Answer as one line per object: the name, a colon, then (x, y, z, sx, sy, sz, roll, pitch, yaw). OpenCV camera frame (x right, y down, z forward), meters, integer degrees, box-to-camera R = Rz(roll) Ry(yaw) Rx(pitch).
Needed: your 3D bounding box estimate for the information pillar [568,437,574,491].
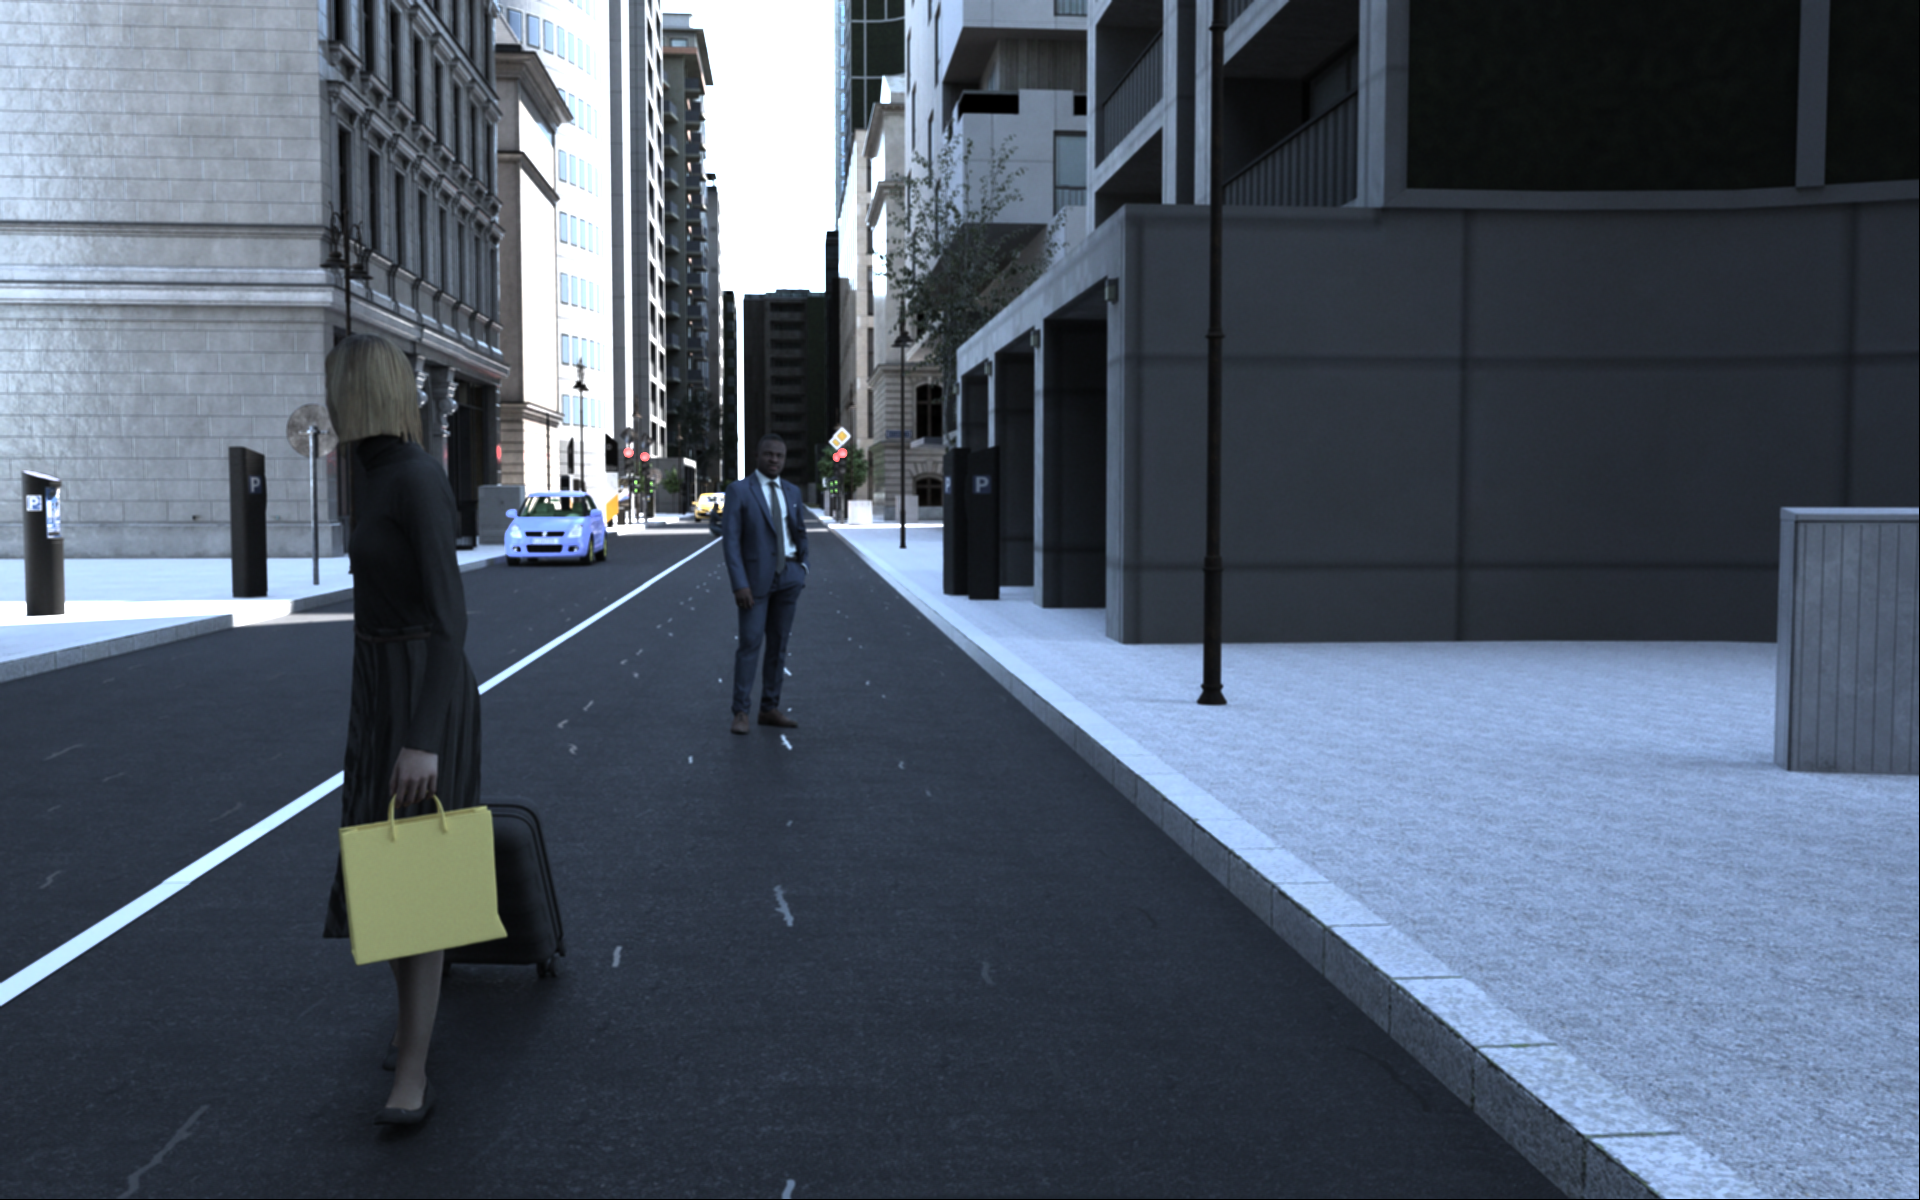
information pillar: (-16.065, -4.905, 71.549, 0.183, 3.616, 0.504, -2, 4, -32)

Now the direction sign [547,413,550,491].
direction sign: (-11.555, -3.465, 48.645, 0.379, 3.537, 0.876, -1, 4, -12)

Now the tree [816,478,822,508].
tree: (-8.491, -7.341, 114.625, 1.663, 3.219, 1.824, 0, 3, 0)

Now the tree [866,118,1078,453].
tree: (0.151, -5.179, 35.047, 4.360, 8.622, 3.978, 0, 3, 0)

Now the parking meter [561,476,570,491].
parking meter: (-12.438, -2.990, 54.605, 0.255, 1.863, 0.399, -1, 4, -9)

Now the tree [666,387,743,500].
tree: (-22.273, -13.136, 149.178, 8.767, 10.594, 7.601, 2, 4, 27)

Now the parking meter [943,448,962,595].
parking meter: (-0.041, -1.000, 22.063, 0.255, 1.863, 0.399, -1, 4, -21)

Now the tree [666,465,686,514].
tree: (-18.764, -7.289, 113.773, 1.663, 3.219, 1.824, 0, 3, 0)

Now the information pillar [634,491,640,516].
information pillar: (-18.555, -5.802, 99.361, 0.304, 2.012, 0.304, 0, 4, -4)

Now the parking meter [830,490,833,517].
parking meter: (-7.036, -5.365, 96.136, 0.372, 1.533, 0.369, 0, 3, 0)

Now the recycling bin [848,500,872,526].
recycling bin: (-4.039, -3.504, 69.848, 0.722, 1.027, 0.722, -3, 5, -43)

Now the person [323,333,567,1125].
person: (-1.306, 0.261, 4.451, 0.699, 1.804, 1.509, 0, 4, 5)

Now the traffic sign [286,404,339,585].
traffic sign: (-9.100, -1.486, 24.399, 0.768, 2.556, 0.104, 0, 4, 0)

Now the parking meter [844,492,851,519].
parking meter: (-5.783, -5.097, 89.050, 0.399, 1.863, 0.255, 2, 4, 33)

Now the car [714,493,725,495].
car: (-14.457, -5.852, 105.264, 1.945, 1.707, 3.694, 0, 4, -6)

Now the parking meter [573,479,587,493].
parking meter: (-15.063, -3.862, 68.849, 0.399, 1.863, 0.255, 0, 4, 2)

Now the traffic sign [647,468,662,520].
traffic sign: (-15.127, -5.238, 85.746, 0.768, 2.556, 0.104, 0, 4, 3)

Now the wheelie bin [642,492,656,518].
wheelie bin: (-16.988, -5.307, 94.683, 0.693, 1.594, 0.980, -2, 4, -24)

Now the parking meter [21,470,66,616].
parking meter: (-9.677, -0.604, 18.290, 0.372, 1.533, 0.369, 0, 3, 0)

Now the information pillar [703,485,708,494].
information pillar: (-19.987, -8.038, 135.907, 0.304, 2.012, 0.304, 1, 4, 21)

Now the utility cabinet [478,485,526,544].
utility cabinet: (-11.535, -2.136, 43.608, 1.173, 1.500, 0.318, 1, 4, 15)

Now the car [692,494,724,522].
car: (-12.820, -4.853, 89.564, 2.015, 1.641, 3.980, 0, 4, -7)

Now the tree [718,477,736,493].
tree: (-26.419, -12.237, 194.682, 1.663, 3.219, 1.824, 0, 3, 0)

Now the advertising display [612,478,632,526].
advertising display: (-13.803, -3.994, 70.523, 0.974, 1.923, 0.123, 2, 4, 26)

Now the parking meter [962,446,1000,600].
parking meter: (0.273, -0.940, 21.078, 0.399, 1.863, 0.255, 1, 4, 10)

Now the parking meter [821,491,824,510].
parking meter: (-11.123, -8.278, 141.061, 0.255, 1.863, 0.399, -3, 4, -36)

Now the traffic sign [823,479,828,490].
traffic sign: (-8.039, -6.306, 105.229, 0.606, 2.300, 0.079, 0, 4, -3)

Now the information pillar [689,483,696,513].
information pillar: (-18.059, -6.879, 116.958, 0.304, 2.012, 0.304, -3, 4, -37)

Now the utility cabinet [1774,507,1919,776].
utility cabinet: (4.354, 0.194, 7.994, 1.020, 1.237, 0.306, 1, 4, 12)

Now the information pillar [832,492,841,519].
information pillar: (-6.267, -5.101, 87.888, 0.304, 2.012, 0.304, 2, 4, 30)

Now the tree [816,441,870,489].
tree: (-6.781, -7.182, 101.140, 4.285, 4.588, 4.351, 0, 3, 0)

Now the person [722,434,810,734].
person: (-1.209, -0.120, 10.650, 0.419, 1.800, 0.721, 3, 5, 44)

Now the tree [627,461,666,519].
tree: (-16.225, -5.753, 88.657, 1.663, 3.219, 1.824, 0, 3, 0)

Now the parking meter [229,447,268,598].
parking meter: (-8.860, -0.970, 21.579, 0.255, 1.863, 0.399, 1, 4, 20)

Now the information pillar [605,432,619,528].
information pillar: (-13.168, -4.530, 65.414, 0.504, 3.616, 0.183, -1, 4, -14)

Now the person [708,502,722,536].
person: (-8.166, -2.734, 58.706, 0.738, 1.151, 1.012, 0, 4, -7)

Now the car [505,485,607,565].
car: (-8.351, -1.611, 35.938, 1.945, 1.707, 3.694, 0, 4, -5)

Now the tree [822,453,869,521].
tree: (-5.372, -5.363, 82.279, 1.663, 3.219, 1.824, 0, 3, 0)
